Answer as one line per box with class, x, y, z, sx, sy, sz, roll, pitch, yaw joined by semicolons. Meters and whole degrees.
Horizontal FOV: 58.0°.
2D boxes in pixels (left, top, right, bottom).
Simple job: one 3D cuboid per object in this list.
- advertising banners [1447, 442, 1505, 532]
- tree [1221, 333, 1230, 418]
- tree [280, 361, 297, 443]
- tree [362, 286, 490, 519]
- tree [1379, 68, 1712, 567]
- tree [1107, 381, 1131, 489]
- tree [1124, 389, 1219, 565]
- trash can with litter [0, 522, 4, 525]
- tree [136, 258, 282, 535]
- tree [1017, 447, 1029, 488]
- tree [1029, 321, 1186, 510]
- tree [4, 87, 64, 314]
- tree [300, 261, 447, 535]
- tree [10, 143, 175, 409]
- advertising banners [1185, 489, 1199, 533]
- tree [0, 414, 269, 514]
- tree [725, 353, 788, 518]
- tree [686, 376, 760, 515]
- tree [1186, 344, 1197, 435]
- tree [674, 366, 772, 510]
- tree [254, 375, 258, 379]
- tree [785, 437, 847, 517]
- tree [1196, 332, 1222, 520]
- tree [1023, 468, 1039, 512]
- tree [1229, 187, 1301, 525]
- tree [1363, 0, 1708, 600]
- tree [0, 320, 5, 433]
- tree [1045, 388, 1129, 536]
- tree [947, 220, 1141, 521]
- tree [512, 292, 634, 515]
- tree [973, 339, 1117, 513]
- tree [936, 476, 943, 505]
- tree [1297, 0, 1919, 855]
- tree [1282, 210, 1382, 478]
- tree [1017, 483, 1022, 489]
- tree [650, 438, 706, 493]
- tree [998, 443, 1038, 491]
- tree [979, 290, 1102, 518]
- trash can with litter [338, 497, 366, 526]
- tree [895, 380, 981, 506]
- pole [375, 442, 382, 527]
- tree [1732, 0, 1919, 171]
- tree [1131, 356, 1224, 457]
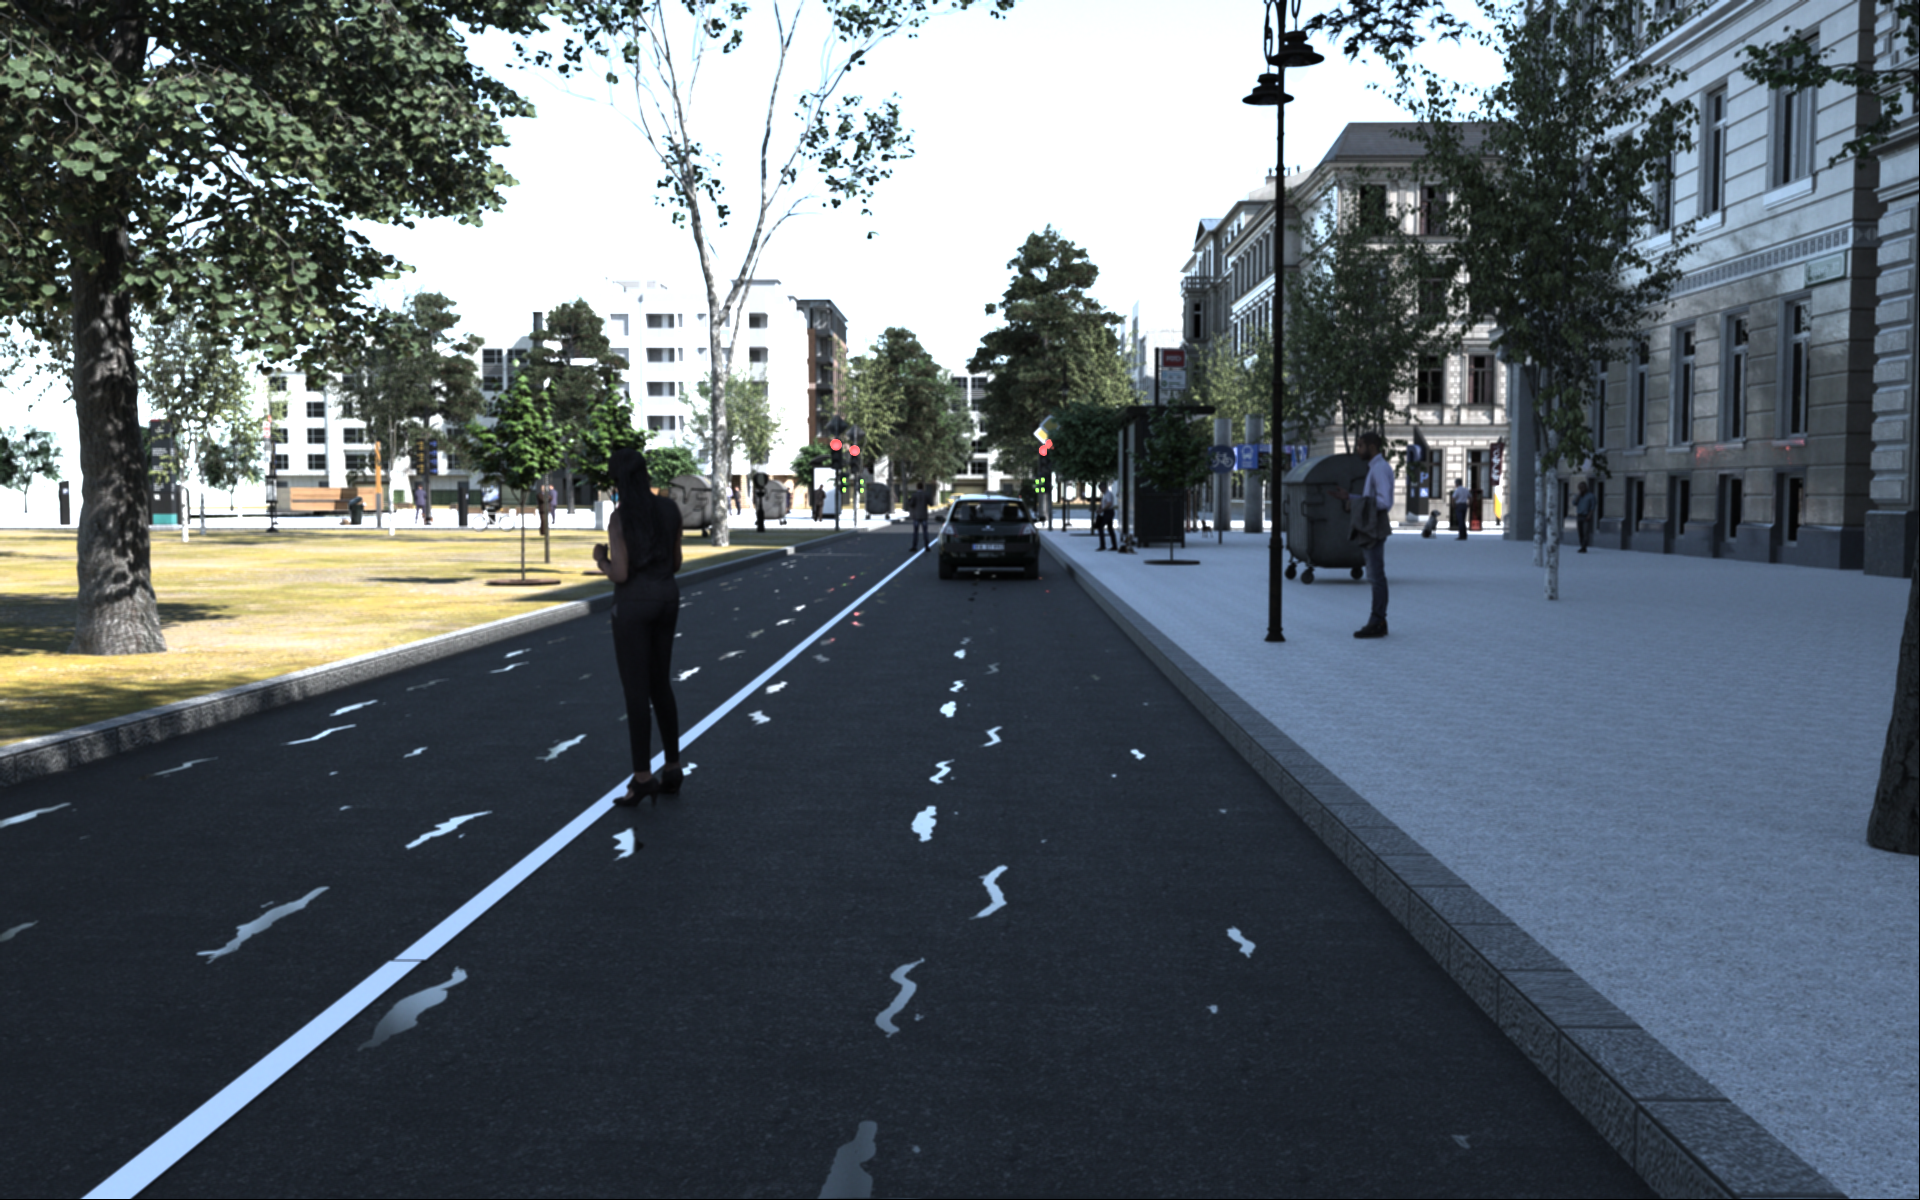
advertising banners;17.664;-3.863;59.348;2.074;3.025;0.090;3;5;44
tree;10.530;-6.307;53.475;4.737;8.622;4.395;0;3;0
tree;-31.377;-7.674;75.832;4.737;8.622;4.395;0;3;0
tree;-27.863;-10.284;90.199;6.751;12.117;7.091;0;3;0
tree;10.424;-4.889;30.297;4.360;8.622;3.978;0;3;0
tree;10.481;-9.749;109.762;4.360;8.622;3.978;0;3;0
tree;3.772;-2.270;31.722;1.663;3.219;1.824;0;3;0
trash can with litter;-39.878;-3.650;71.066;1.055;1.170;0.624;-2;4;-34
tree;-23.773;-6.341;54.034;4.737;8.622;4.395;0;3;0
tree;6.434;-12.053;147.429;4.737;8.622;4.395;0;3;0
tree;6.214;-7.502;73.021;4.737;8.622;4.395;0;3;0
tree;-16.716;-6.503;24.458;7.486;12.596;7.792;0;3;0
tree;-18.093;-6.352;54.223;4.360;8.622;3.978;0;3;0
tree;-16.942;-5.104;33.817;4.360;8.622;3.978;0;3;0
advertising banners;7.623;-3.761;57.682;0.090;3.025;2.074;2;4;25
tree;-57.523;-9.653;120.738;11.467;7.101;20.602;1;4;9
tree;-10.810;-8.622;91.339;4.737;8.622;4.395;0;3;0
tree;-14.448;-9.561;106.677;4.360;8.622;3.978;0;3;0
tree;12.268;-7.821;78.237;4.737;8.622;4.395;0;3;0
tree;-18.955;-13.098;139.913;9.928;11.665;9.643;0;3;0
tree;-20.808;-5.864;46.246;4.360;8.622;3.978;0;3;0
tree;-8.133;-6.940;97.183;4.285;4.588;4.351;0;3;0
tree;12.451;-7.414;71.588;4.737;8.622;4.395;0;3;0
tree;5.563;-7.992;125.264;1.663;3.219;1.824;0;3;0
tree;8.878;-5.385;38.405;4.737;8.622;4.395;0;3;0
tree;6.954;-4.305;20.755;4.737;8.622;4.395;0;3;0
tree;-29.275;-7.593;46.197;6.751;12.117;7.091;0;3;0
tree;4.078;-4.270;53.523;4.285;4.588;4.351;0;3;0
tree;4.076;-10.627;81.175;7.806;13.903;7.818;0;3;0
tree;-24.686;-12.288;108.336;7.806;13.903;7.818;0;3;0
tree;6.114;-12.717;118.290;12.009;13.543;11.850;0;3;0
tree;-2.583;-14.944;194.693;4.360;8.622;3.978;0;3;0
tree;3.405;-4.354;5.596;8.767;10.594;7.601;0;4;3
tree;10.190;-5.694;43.462;4.360;8.622;3.978;0;3;0
tree;6.041;-10.109;159.882;1.663;3.219;1.824;0;3;0
tree;-16.435;-7.097;99.745;4.285;4.588;4.351;0;3;0
tree;7.105;-16.062;212.969;4.360;8.622;3.978;0;3;0
tree;4.776;-10.673;92.627;7.486;12.596;7.792;0;3;0
trash can with litter;-24.818;-3.626;70.680;0.624;1.170;1.055;2;4;34
tree;-2.671;-16.691;179.556;9.857;13.997;8.962;0;3;0
pole;-22.621;-4.496;67.359;0.158;3.312;0.155;0;3;0
tree;9.281;-5.399;14.036;9.928;11.665;9.643;0;3;0
tree;12.256;-8.737;93.206;4.360;8.622;3.978;0;3;0
